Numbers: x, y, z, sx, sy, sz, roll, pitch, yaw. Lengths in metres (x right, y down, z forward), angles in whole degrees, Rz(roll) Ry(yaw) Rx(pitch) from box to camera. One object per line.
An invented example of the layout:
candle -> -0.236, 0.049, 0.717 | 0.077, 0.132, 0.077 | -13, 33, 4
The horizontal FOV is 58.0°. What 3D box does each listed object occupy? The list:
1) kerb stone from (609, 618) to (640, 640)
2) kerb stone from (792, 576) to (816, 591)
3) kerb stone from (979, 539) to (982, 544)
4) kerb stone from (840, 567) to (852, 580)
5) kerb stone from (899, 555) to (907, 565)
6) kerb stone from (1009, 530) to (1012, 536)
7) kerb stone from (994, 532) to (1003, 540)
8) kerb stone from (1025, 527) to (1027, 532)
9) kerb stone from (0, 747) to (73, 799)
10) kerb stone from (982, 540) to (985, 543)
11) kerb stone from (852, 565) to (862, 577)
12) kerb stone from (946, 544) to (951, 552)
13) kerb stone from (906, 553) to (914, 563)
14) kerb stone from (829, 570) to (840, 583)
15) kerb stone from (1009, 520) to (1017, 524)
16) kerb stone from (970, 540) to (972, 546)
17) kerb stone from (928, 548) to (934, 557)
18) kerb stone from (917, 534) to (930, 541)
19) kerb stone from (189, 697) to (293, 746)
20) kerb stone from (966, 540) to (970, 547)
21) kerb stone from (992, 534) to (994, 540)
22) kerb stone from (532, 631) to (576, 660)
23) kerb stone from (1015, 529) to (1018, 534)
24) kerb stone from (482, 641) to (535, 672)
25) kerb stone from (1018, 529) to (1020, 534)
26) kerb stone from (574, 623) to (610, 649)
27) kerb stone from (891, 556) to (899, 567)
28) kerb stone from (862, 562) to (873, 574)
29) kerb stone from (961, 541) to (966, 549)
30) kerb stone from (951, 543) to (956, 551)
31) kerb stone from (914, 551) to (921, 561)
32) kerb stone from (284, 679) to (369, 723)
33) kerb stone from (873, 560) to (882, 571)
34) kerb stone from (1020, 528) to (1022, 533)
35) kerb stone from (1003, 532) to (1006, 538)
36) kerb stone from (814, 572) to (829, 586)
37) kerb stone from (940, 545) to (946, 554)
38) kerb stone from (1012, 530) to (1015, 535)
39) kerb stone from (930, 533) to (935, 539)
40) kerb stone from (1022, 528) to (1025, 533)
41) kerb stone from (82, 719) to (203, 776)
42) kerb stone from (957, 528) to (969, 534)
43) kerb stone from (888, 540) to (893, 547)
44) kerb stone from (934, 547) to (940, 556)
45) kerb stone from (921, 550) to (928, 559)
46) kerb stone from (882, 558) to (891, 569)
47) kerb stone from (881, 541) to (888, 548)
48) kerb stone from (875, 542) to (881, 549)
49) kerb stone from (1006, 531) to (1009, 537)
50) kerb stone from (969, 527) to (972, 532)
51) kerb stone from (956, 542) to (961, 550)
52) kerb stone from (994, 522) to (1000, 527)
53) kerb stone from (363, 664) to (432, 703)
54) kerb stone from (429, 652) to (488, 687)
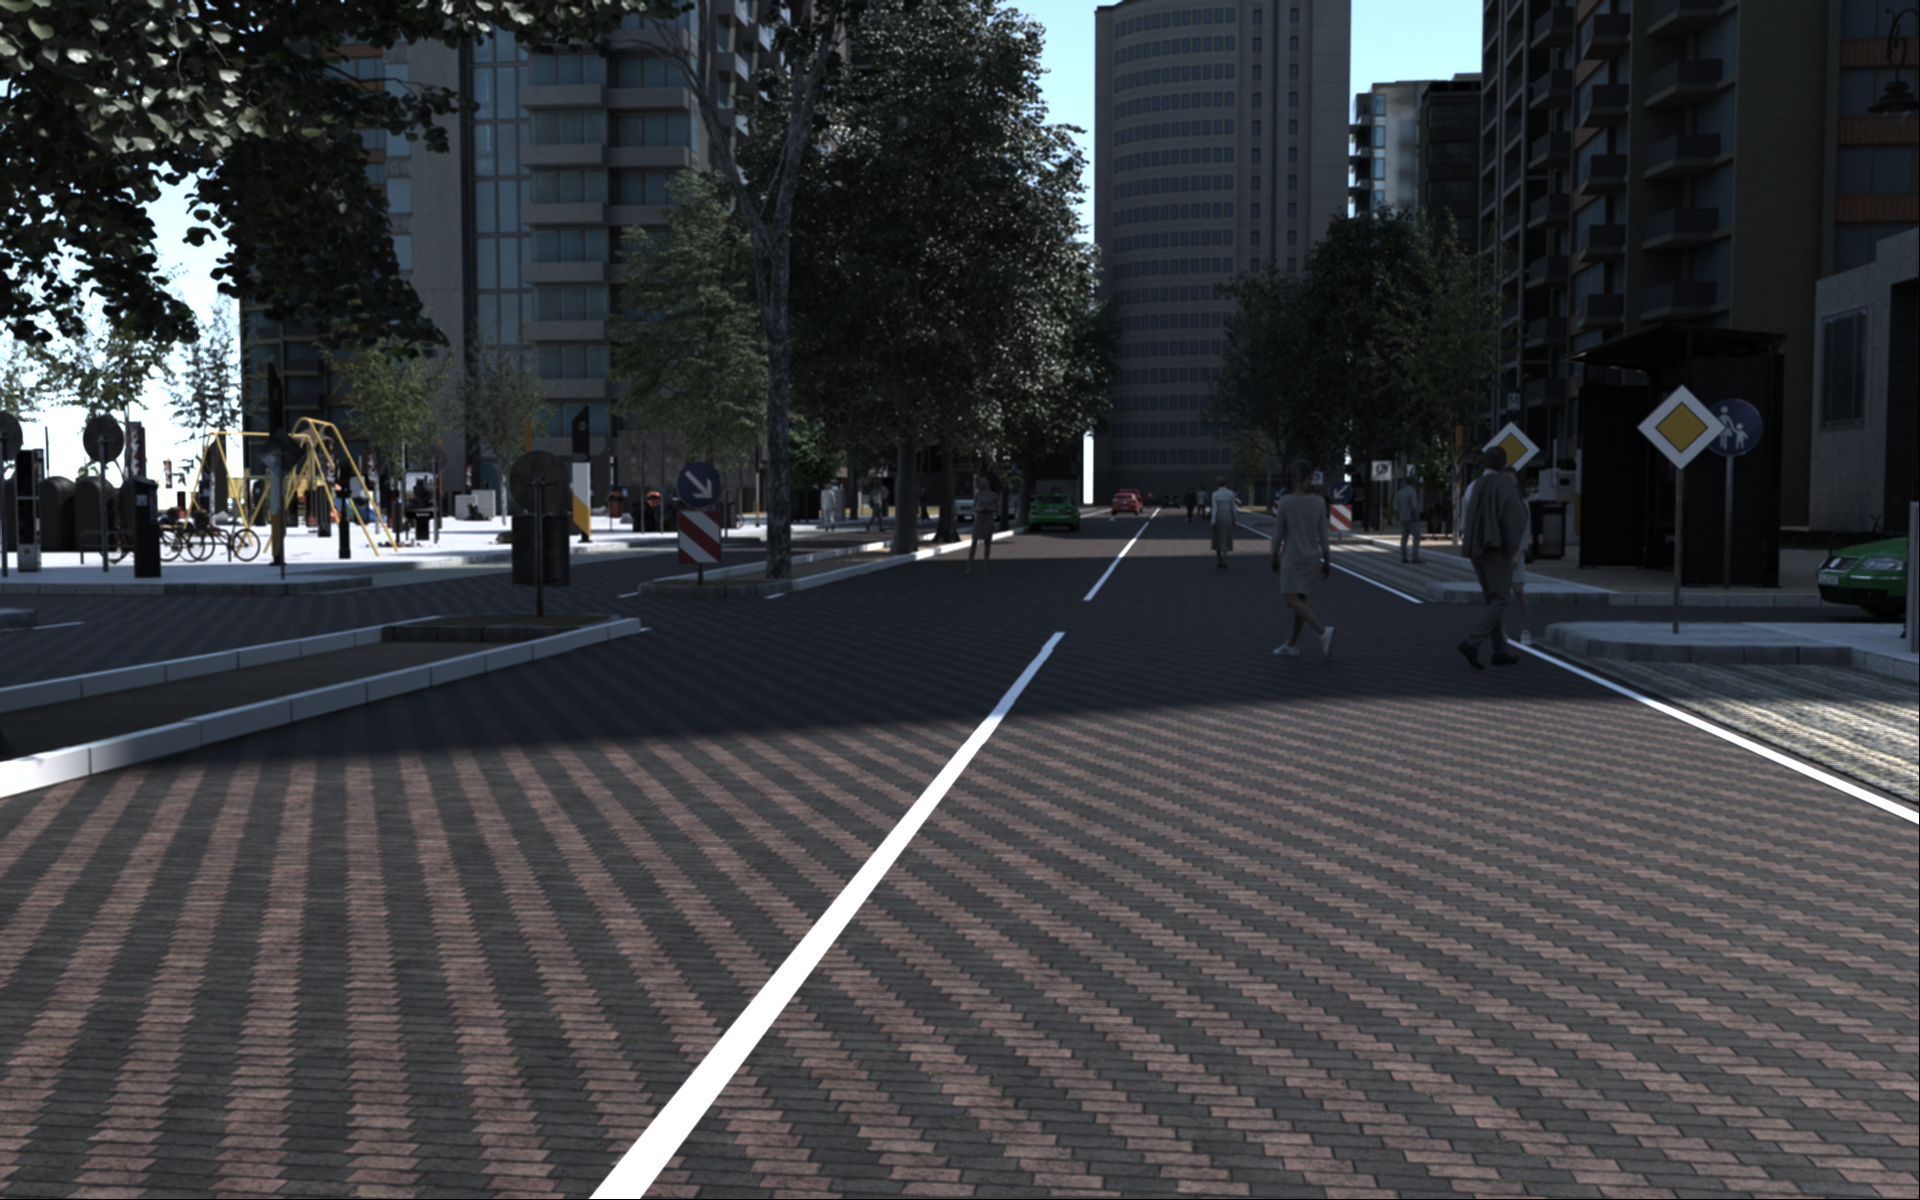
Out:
kerb stone -> -3.433, 0.295, 17.461 | 0.120, 0.150, 1.000 | 0, 4, 7
kerb stone -> -2.378, -0.240, 26.123 | 0.120, 0.150, 1.000 | 0, 4, 7
kerb stone -> 0.456, -1.672, 49.529 | 0.120, 0.150, 1.000 | 0, 4, 7
kerb stone -> -2.013, -0.427, 29.176 | 0.120, 0.150, 1.000 | 0, 4, 7
kerb stone -> -1.273, -0.793, 35.275 | 0.120, 0.150, 1.000 | 0, 4, 7
kerb stone -> 1.583, -2.233, 58.708 | 0.120, 0.150, 1.000 | 0, 4, 7
kerb stone -> 1.203, -2.046, 55.649 | 0.120, 0.150, 1.000 | 0, 4, 7
kerb stone -> 2.316, -2.606, 64.799 | 0.120, 0.150, 1.000 | 0, 4, 7
kerb stone -> -4.540, 0.854, 8.296 | 0.120, 0.150, 1.000 | 0, 4, 7
kerb stone -> 0.707, -1.794, 51.558 | 0.120, 0.150, 1.000 | 0, 4, 7
kerb stone -> -1.896, -0.489, 30.191 | 0.120, 0.150, 1.000 | 0, 4, 7
kerb stone -> -0.400, -1.235, 42.396 | 0.120, 0.150, 1.000 | 0, 4, 7
kerb stone -> -1.152, -0.862, 36.290 | 0.120, 0.150, 1.000 | 0, 4, 7
kerb stone -> -2.138, -0.358, 28.160 | 0.120, 0.150, 1.000 | 0, 4, 7
kerb stone -> 2.575, -3.800, 84.361 | 0.120, 0.150, 1.000 | 0, 4, 7
kerb stone -> 0.205, -1.544, 47.484 | 0.120, 0.150, 1.000 | 0, 4, 7
kerb stone -> -0.778, -1.047, 39.346 | 0.120, 0.150, 1.000 | 0, 4, 7
kerb stone -> -1.128, -1.927, 53.855 | 0.120, 0.150, 1.000 | 0, 4, 7
kerb stone -> -4.301, 0.727, 10.326 | 0.120, 0.150, 1.000 | 0, 4, 7
kerb stone -> 0.086, -1.483, 46.468 | 0.120, 0.150, 1.000 | 0, 4, 7
kerb stone -> 0.836, -1.859, 52.584 | 0.120, 0.150, 1.000 | 0, 4, 7
kerb stone -> -3.671, 0.418, 15.417 | 0.120, 0.150, 1.000 | 0, 4, 7
kerb stone -> 1.831, -2.357, 60.737 | 0.120, 0.150, 1.000 | 0, 4, 7
kerb stone -> -3.801, 0.477, 14.403 | 0.120, 0.150, 1.000 | 0, 4, 7
kerb stone -> 1.945, -2.419, 61.753 | 0.120, 0.150, 1.000 | 0, 4, 7
kerb stone -> -3.561, 0.355, 16.436 | 0.120, 0.150, 1.000 | 0, 4, 7
kerb stone -> -1.395, -0.736, 34.255 | 0.120, 0.150, 1.000 | 0, 4, 7
kerb stone -> -1.758, -0.551, 31.204 | 0.120, 0.150, 1.000 | 0, 4, 7
kerb stone -> -0.036, -1.422, 45.453 | 0.120, 0.150, 1.000 | 0, 4, 7
kerb stone -> -0.284, -1.298, 43.411 | 0.120, 0.150, 1.000 | 0, 4, 7
kerb stone -> -1.016, -0.924, 37.303 | 0.120, 0.150, 1.000 | 0, 4, 7
kerb stone -> -4.179, 0.664, 11.346 | 0.120, 0.150, 1.000 | 0, 4, 7
kerb stone -> -1.646, -0.613, 32.220 | 0.120, 0.150, 1.000 | 0, 4, 7
kerb stone -> 2.068, -2.479, 62.768 | 0.120, 0.150, 1.000 | 0, 4, 7
kerb stone -> 1.319, -2.105, 56.665 | 0.120, 0.150, 1.000 | 0, 4, 7
kerb stone -> -2.256, -0.303, 27.144 | 0.120, 0.150, 1.000 | 0, 4, 7
kerb stone -> -0.527, -1.172, 41.379 | 0.120, 0.150, 1.000 | 0, 4, 7
kerb stone -> 1.703, -2.295, 59.723 | 0.120, 0.150, 1.000 | 0, 4, 7
kerb stone -> -1.005, -1.999, 54.874 | 0.120, 0.150, 1.000 | 0, 4, 7
kerb stone -> 2.198, -2.543, 63.783 | 0.120, 0.150, 1.000 | 0, 4, 7
kerb stone -> -4.416, 0.796, 9.311 | 0.120, 0.150, 1.000 | 0, 4, 7
kerb stone -> 0.104, -2.559, 64.032 | 0.120, 0.150, 1.000 | 0, 4, 7
kerb stone -> -1.994, -1.500, 46.727 | 0.120, 0.150, 1.000 | 0, 4, 7
kerb stone -> -0.654, -1.106, 40.365 | 0.120, 0.150, 1.000 | 0, 4, 7
kerb stone -> -0.900, -0.983, 38.327 | 0.120, 0.150, 1.000 | 0, 4, 7
kerb stone -> -1.513, -0.675, 33.234 | 0.120, 0.150, 1.000 | 0, 4, 7
kerb stone -> -2.116, -1.438, 45.712 | 0.120, 0.150, 1.000 | 0, 4, 7
kerb stone -> -2.239, -1.376, 44.697 | 0.120, 0.150, 1.000 | 0, 4, 7
kerb stone -> 1.447, -2.171, 57.685 | 0.120, 0.150, 1.000 | 0, 4, 7
kerb stone -> 0.232, -2.621, 65.046 | 0.120, 0.150, 1.000 | 0, 4, 7
kerb stone -> -0.156, -1.358, 44.435 | 0.120, 0.150, 1.000 | 0, 4, 7
kerb stone -> 1.716, -3.364, 77.242 | 0.120, 0.150, 1.000 | 0, 4, 7
kerb stone -> -4.055, 0.601, 12.365 | 0.120, 0.150, 1.000 | 0, 4, 7
kerb stone -> -3.926, 0.539, 13.385 | 0.120, 0.150, 1.000 | 0, 4, 7
